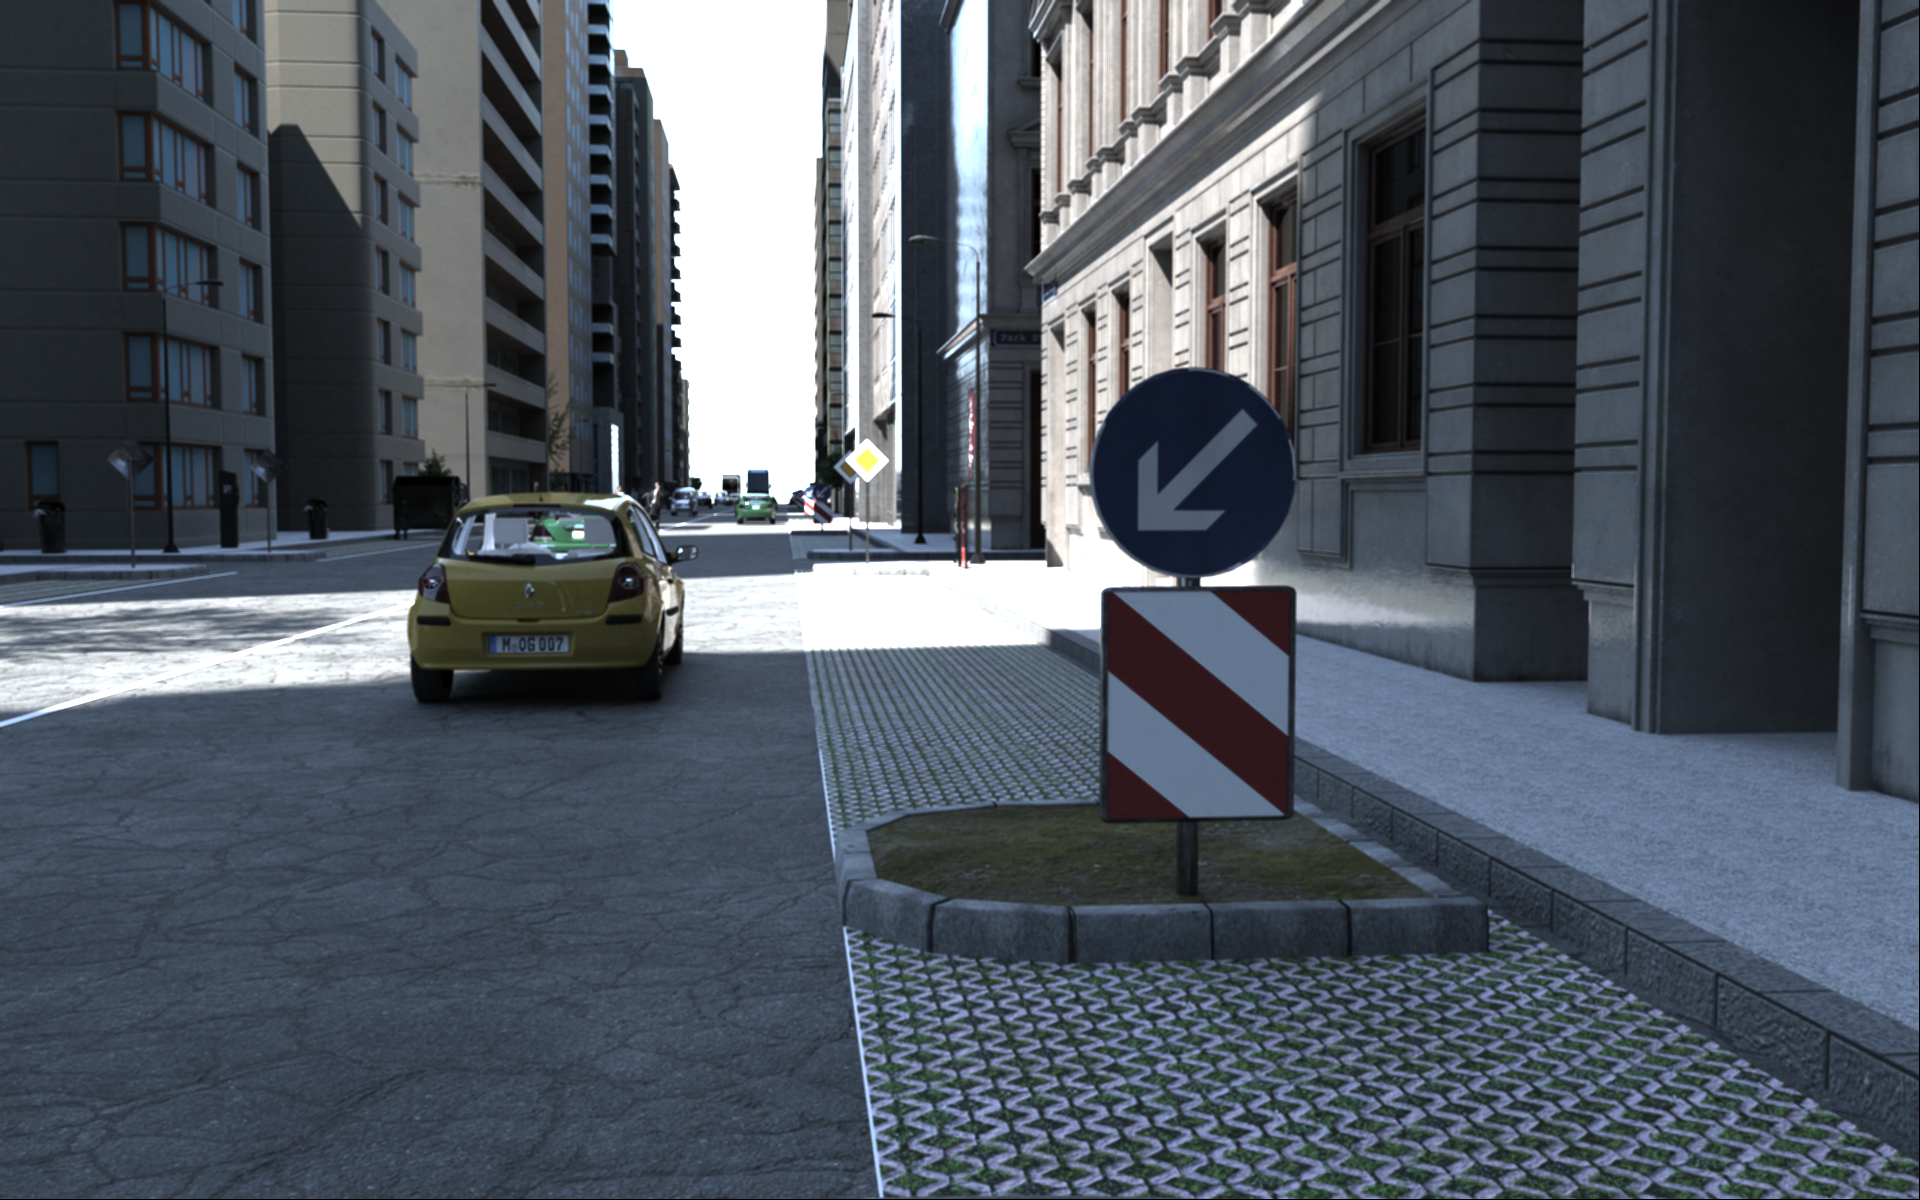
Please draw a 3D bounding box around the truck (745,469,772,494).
[{"bbox_3d":[-20.979,-11.581,179.107,2.967,4.110,18.799,0,4,-6],"label":"truck"}]

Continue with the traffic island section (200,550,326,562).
[{"bbox_3d":[-15.185,-0.963,38.028,2.009,0.180,2.903,0,4,-6],"label":"traffic island section"}]

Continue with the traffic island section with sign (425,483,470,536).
[{"bbox_3d":[-17.459,-3.166,60.397,1.989,1.847,2.006,0,4,-6],"label":"traffic island section with sign"}]

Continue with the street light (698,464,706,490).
[{"bbox_3d":[-39.697,-17.964,266.244,1.470,5.913,1.316,0,4,-6],"label":"street light"}]

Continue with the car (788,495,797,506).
[{"bbox_3d":[-20.461,-12.444,216.042,1.945,1.354,3.894,0,4,-7],"label":"car"}]

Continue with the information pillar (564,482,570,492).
[{"bbox_3d":[-24.751,-6.398,109.091,0.304,2.012,0.304,0,4,1],"label":"information pillar"}]

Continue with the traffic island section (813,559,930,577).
[{"bbox_3d":[-1.654,-0.555,31.362,2.009,0.180,2.903,0,4,-6],"label":"traffic island section"}]

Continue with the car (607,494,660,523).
[{"bbox_3d":[-6.216,-1.083,29.509,2.131,1.459,4.920,0,4,-7],"label":"car"}]

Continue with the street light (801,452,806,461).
[{"bbox_3d":[-17.500,-14.055,202.342,1.470,5.913,1.316,0,4,-6],"label":"street light"}]

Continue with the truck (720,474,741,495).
[{"bbox_3d":[-32.306,-15.647,244.745,2.839,4.237,11.283,0,4,-5],"label":"truck"}]

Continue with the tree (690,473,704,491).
[{"bbox_3d":[-41.641,-17.551,270.675,4.285,4.588,4.351,0,3,0],"label":"tree"}]

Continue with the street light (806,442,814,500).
[{"bbox_3d":[-12.836,-11.156,154.937,1.470,5.913,1.316,0,4,-6],"label":"street light"}]

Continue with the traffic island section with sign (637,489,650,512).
[{"bbox_3d":[-25.278,-7.887,137.581,1.989,1.847,2.006,0,4,-6],"label":"traffic island section with sign"}]

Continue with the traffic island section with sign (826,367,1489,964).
[{"bbox_3d":[0.555,0.148,6.213,1.989,1.847,2.006,0,4,-6],"label":"traffic island section with sign"}]

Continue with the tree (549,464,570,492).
[{"bbox_3d":[-25.941,-7.126,111.119,1.663,3.219,1.824,0,3,0],"label":"tree"}]

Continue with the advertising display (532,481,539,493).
[{"bbox_3d":[-21.853,-5.132,89.121,0.123,1.923,0.974,0,4,0],"label":"advertising display"}]

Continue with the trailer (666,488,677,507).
[{"bbox_3d":[-28.347,-10.037,171.161,1.471,1.999,3.904,0,4,-6],"label":"trailer"}]

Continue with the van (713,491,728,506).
[{"bbox_3d":[-30.144,-12.923,218.306,2.013,2.044,4.112,0,4,-4],"label":"van"}]

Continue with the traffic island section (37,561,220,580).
[{"bbox_3d":[-14.381,-0.477,30.083,2.009,0.180,2.903,0,4,-6],"label":"traffic island section"}]

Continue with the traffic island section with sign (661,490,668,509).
[{"bbox_3d":[-28.001,-9.527,164.398,1.989,1.847,2.006,0,4,-6],"label":"traffic island section with sign"}]

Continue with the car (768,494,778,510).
[{"bbox_3d":[-17.650,-8.981,158.838,2.014,1.417,4.499,0,4,-5],"label":"car"}]

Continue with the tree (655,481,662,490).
[{"bbox_3d":[-33.264,-11.869,188.664,1.663,3.219,1.824,0,3,0],"label":"tree"}]

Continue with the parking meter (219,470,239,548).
[{"bbox_3d":[-17.420,-2.177,41.303,0.399,1.863,0.255,-1,4,-11],"label":"parking meter"}]

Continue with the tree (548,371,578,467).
[{"bbox_3d":[-24.658,-9.237,101.387,4.737,8.622,4.395,0,3,0],"label":"tree"}]

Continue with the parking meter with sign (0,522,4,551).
[{"bbox_3d":[-22.234,-2.576,38.371,1.738,3.016,0.543,-2,4,-33],"label":"parking meter with sign"}]

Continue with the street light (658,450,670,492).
[{"bbox_3d":[-31.368,-12.899,183.438,1.470,5.913,1.316,0,4,-6],"label":"street light"}]

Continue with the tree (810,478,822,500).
[{"bbox_3d":[-17.006,-12.824,204.277,1.663,3.219,1.824,0,3,0],"label":"tree"}]

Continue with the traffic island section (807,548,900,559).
[{"bbox_3d":[-2.458,-1.041,39.307,2.009,0.180,2.903,0,4,-6],"label":"traffic island section"}]

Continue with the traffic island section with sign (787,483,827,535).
[{"bbox_3d":[-4.940,-3.175,60.535,1.989,1.847,2.006,0,4,-6],"label":"traffic island section with sign"}]

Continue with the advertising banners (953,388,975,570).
[{"bbox_3d":[0.075,-2.042,29.580,0.090,3.025,2.074,-1,4,-8],"label":"advertising banners"}]

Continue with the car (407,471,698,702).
[{"bbox_3d":[-3.067,-0.195,13.406,2.015,1.641,3.980,0,4,-6],"label":"car"}]

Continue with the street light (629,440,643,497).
[{"bbox_3d":[-27.879,-10.788,148.932,1.470,5.913,1.316,0,4,-6],"label":"street light"}]

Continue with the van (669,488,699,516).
[{"bbox_3d":[-18.579,-6.710,116.727,2.013,2.044,4.112,0,4,-6],"label":"van"}]

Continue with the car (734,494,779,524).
[{"bbox_3d":[-9.823,-4.389,83.565,2.131,1.459,4.920,0,4,-6],"label":"car"}]

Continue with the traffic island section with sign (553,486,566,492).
[{"bbox_3d":[-20.227,-4.832,87.634,1.989,1.847,2.006,0,4,-6],"label":"traffic island section with sign"}]

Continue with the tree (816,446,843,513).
[{"bbox_3d":[-8.019,-8.155,117.041,4.285,4.588,4.351,0,3,0],"label":"tree"}]

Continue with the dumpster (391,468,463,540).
[{"bbox_3d":[-16.624,-3.003,54.054,1.985,2.255,1.502,0,4,-4],"label":"dumpster"}]

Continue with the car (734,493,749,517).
[{"bbox_3d":[-13.512,-6.161,110.956,2.015,1.641,3.980,0,4,-5],"label":"car"}]

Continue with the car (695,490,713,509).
[{"bbox_3d":[-25.629,-9.987,171.960,2.281,1.827,5.304,0,4,-7],"label":"car"}]

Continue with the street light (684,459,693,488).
[{"bbox_3d":[-36.308,-15.852,231.728,1.470,5.913,1.316,0,4,-6],"label":"street light"}]

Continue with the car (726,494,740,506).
[{"bbox_3d":[-27.082,-12.098,208.023,2.015,1.641,3.980,0,4,-6],"label":"car"}]

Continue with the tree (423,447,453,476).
[{"bbox_3d":[-22.049,-4.752,72.292,1.663,3.219,1.824,0,3,0],"label":"tree"}]
